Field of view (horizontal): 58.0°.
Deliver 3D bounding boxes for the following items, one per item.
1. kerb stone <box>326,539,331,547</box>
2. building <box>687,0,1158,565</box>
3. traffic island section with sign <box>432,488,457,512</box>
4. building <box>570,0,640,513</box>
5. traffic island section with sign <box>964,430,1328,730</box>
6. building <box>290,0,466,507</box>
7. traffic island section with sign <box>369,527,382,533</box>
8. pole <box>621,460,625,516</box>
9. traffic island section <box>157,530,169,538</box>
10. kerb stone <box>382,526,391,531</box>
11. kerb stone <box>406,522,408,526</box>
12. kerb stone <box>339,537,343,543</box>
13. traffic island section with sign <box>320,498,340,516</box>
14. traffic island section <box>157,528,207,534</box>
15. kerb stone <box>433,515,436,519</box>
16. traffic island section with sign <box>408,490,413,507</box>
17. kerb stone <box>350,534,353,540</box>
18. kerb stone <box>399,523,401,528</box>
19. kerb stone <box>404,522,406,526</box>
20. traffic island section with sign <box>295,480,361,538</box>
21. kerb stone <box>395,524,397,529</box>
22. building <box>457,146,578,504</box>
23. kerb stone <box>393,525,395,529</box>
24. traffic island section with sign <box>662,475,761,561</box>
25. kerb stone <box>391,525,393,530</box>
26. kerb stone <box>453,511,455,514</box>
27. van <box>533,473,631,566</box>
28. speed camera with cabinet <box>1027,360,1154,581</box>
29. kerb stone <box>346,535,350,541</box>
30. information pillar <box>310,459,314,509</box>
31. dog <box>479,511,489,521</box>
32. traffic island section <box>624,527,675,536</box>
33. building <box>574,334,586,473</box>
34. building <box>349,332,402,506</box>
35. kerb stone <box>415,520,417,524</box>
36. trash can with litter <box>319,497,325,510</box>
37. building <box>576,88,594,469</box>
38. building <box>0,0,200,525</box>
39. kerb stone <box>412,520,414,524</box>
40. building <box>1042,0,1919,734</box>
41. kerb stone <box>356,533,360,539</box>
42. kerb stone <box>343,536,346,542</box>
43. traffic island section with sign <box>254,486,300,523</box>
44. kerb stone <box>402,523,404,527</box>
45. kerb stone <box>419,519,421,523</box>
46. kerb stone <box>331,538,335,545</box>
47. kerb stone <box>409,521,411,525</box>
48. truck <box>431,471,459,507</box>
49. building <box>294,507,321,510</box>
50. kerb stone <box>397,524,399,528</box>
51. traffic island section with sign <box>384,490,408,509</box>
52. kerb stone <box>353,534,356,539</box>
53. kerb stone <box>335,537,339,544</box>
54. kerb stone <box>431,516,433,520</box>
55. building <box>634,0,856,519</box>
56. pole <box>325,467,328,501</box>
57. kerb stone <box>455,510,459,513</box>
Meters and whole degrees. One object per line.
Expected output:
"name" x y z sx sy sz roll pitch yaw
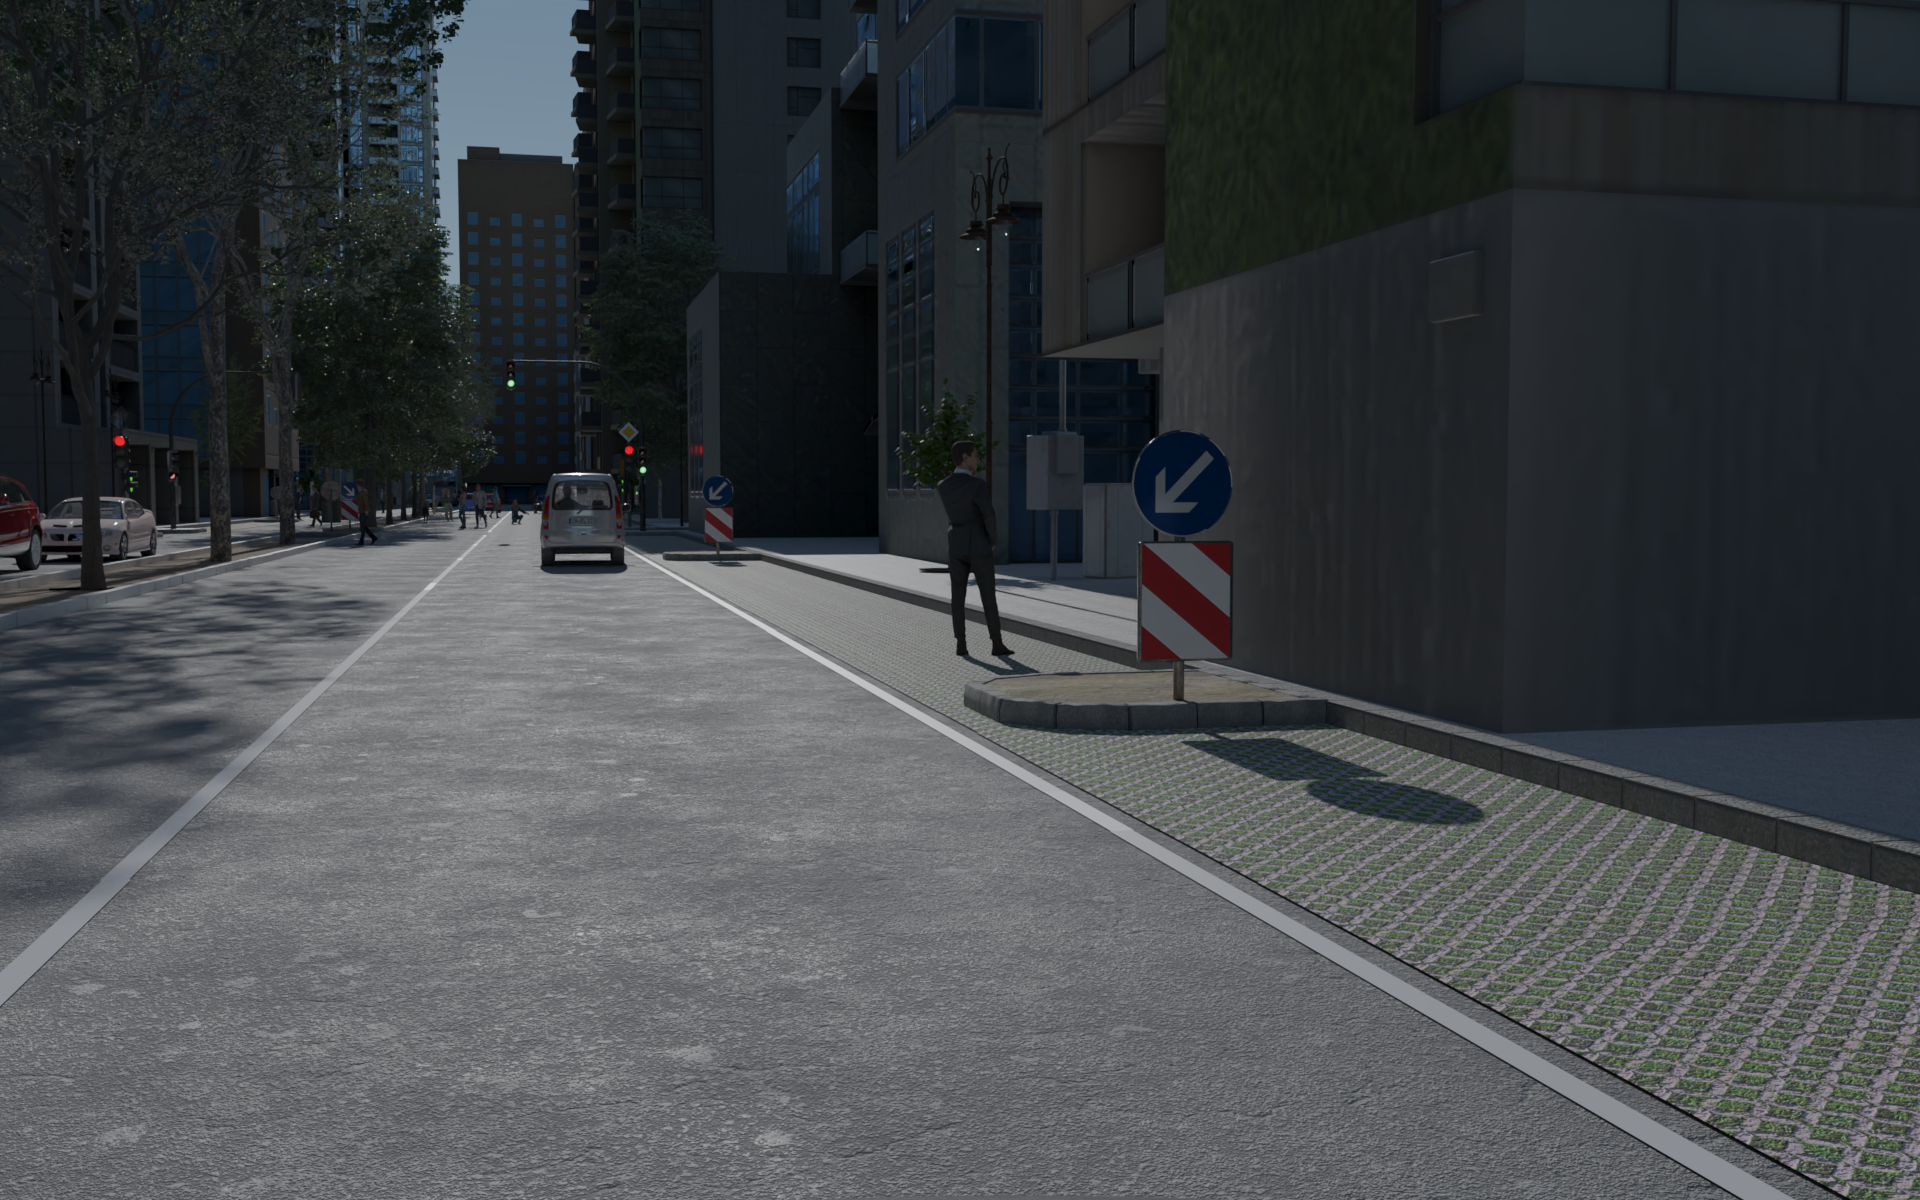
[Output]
"kerb stone" -17.282 -1.518 47.042 0.120 0.150 1.000 -1 4 -14
"building" 5.074 -44.828 45.608 22.319 86.520 31.000 -1 4 -14
"traffic island section with sign" -40.920 -7.930 137.790 2.006 1.907 1.989 -1 4 -14
"building" -17.304 -28.984 128.514 22.147 44.769 28.867 -1 4 -14
"traffic island section with sign" 1.092 -0.171 11.422 1.989 1.847 2.006 -1 4 -14
"building" -80.953 -55.751 224.204 31.000 86.520 22.319 -1 4 -14
"traffic island section with sign" -22.792 -3.470 64.863 2.006 1.907 1.989 -1 4 -14
"pole" -19.926 -6.632 102.281 0.158 3.312 0.155 0 3 0
"traffic island section" -27.011 -2.059 55.944 2.009 0.180 2.903 -1 4 -14
"kerb stone" -22.360 -2.765 67.450 0.120 0.150 1.000 -1 4 -14
"kerb stone" -24.582 -3.316 76.412 0.120 0.150 1.000 -1 4 -14
"kerb stone" -18.029 -1.703 50.034 0.120 0.150 1.000 -1 4 -14
"traffic island section with sign" -41.155 -6.456 114.176 1.989 1.847 2.006 -1 4 -14
"traffic island section" -28.937 -2.533 63.695 2.009 0.180 2.903 -1 4 -14
"kerb stone" -30.283 -4.718 99.342 0.120 0.150 1.000 -1 4 -14
"traffic island section with sign" -59.677 -11.014 188.704 1.989 1.847 2.006 -1 4 -14
"kerb stone" -18.768 -1.885 53.016 0.120 0.150 1.000 -1 4 -14
"kerb stone" -23.586 -3.070 72.415 0.120 0.150 1.000 -1 4 -14
"kerb stone" -24.335 -3.252 75.413 0.120 0.150 1.000 -1 4 -14
"traffic island section with sign" -21.015 -3.030 57.671 2.006 1.907 1.989 -1 4 -14
"kerb stone" -23.088 -2.950 70.432 0.120 0.150 1.000 -1 4 -14
"building" -57.863 -35.289 227.085 14.200 45.320 14.600 -1 4 -14
"kerb stone" -22.850 -2.887 69.435 0.120 0.150 1.000 -1 4 -14
"traffic island section with sign" -5.461 -1.782 37.770 1.989 1.847 2.006 -1 4 -14
"kerb stone" -22.602 -2.829 68.443 0.120 0.150 1.000 -1 4 -14
"kerb stone" -36.463 -6.239 124.239 0.120 0.150 1.000 -1 4 -14
"van" -7.846 -1.772 35.989 2.013 2.044 4.112 -1 4 -12
"speed camera with cabinet" 1.979 -1.946 26.149 2.038 3.252 0.660 -2 4 -34
"kerb stone" -18.522 -1.820 52.018 0.120 0.150 1.000 -1 4 -14
"information pillar" -43.625 -7.660 116.602 0.183 3.616 0.504 0 4 -2
"dog" -25.824 -4.555 93.768 0.406 0.507 0.540 1 4 10
"traffic island section" -10.955 -2.302 59.914 2.009 0.180 2.903 -1 4 -14
"building" -30.956 -21.973 204.293 27.650 21.520 28.899 -1 4 -14
"building" -78.347 -21.271 192.826 28.899 21.520 27.650 -1 4 -14
"kerb stone" -26.072 -3.682 82.401 0.120 0.150 1.000 -1 4 -14
"trash can with litter" -49.673 -7.529 134.490 1.055 1.170 0.624 -2 4 -26
"building" -32.021 -32.475 181.084 14.600 45.320 14.200 -1 4 -14
"building" -43.113 -38.584 69.109 20.563 71.187 20.611 -1 4 -14
"kerb stone" -25.574 -3.560 80.394 0.120 0.150 1.000 -1 4 -14
"building" 8.062 -20.350 16.321 14.154 41.232 14.086 -1 4 -14
"kerb stone" -19.263 -2.006 55.012 0.120 0.150 1.000 -1 4 -14
"kerb stone" -18.267 -1.763 51.028 0.120 0.150 1.000 -1 4 -14
"traffic island section with sign" -34.597 -4.840 87.766 1.989 1.847 2.006 -1 4 -14
"kerb stone" -24.087 -3.191 74.414 0.120 0.150 1.000 -1 4 -14
"kerb stone" -26.817 -3.865 85.388 0.120 0.150 1.000 -1 4 -14
"kerb stone" -17.537 -1.579 48.044 0.120 0.150 1.000 -1 4 -14
"kerb stone" -25.080 -3.438 78.407 0.120 0.150 1.000 -1 4 -14
"truck" -60.153 -13.028 202.761 2.967 4.110 18.799 -1 4 -16
"building" -63.527 -51.007 146.630 22.319 86.520 31.000 -1 4 -14
"kerb stone" -23.346 -3.011 71.421 0.120 0.150 1.000 -1 4 -14
"traffic island section with sign" -53.166 -9.414 162.544 1.989 1.847 2.006 -1 4 -14
"kerb stone" -19.021 -1.946 54.012 0.120 0.150 1.000 -1 4 -14
"kerb stone" -17.775 -1.642 49.038 0.120 0.150 1.000 -1 4 -14
"kerb stone" -29.533 -4.536 96.352 0.120 0.150 1.000 -1 4 -14
"building" -11.191 -19.925 97.481 14.160 30.474 14.107 -1 4 -14
"pole" -45.938 -8.058 125.598 0.158 3.312 0.155 0 3 0
"kerb stone" -38.684 -6.782 133.188 0.120 0.150 1.000 -1 4 -14
